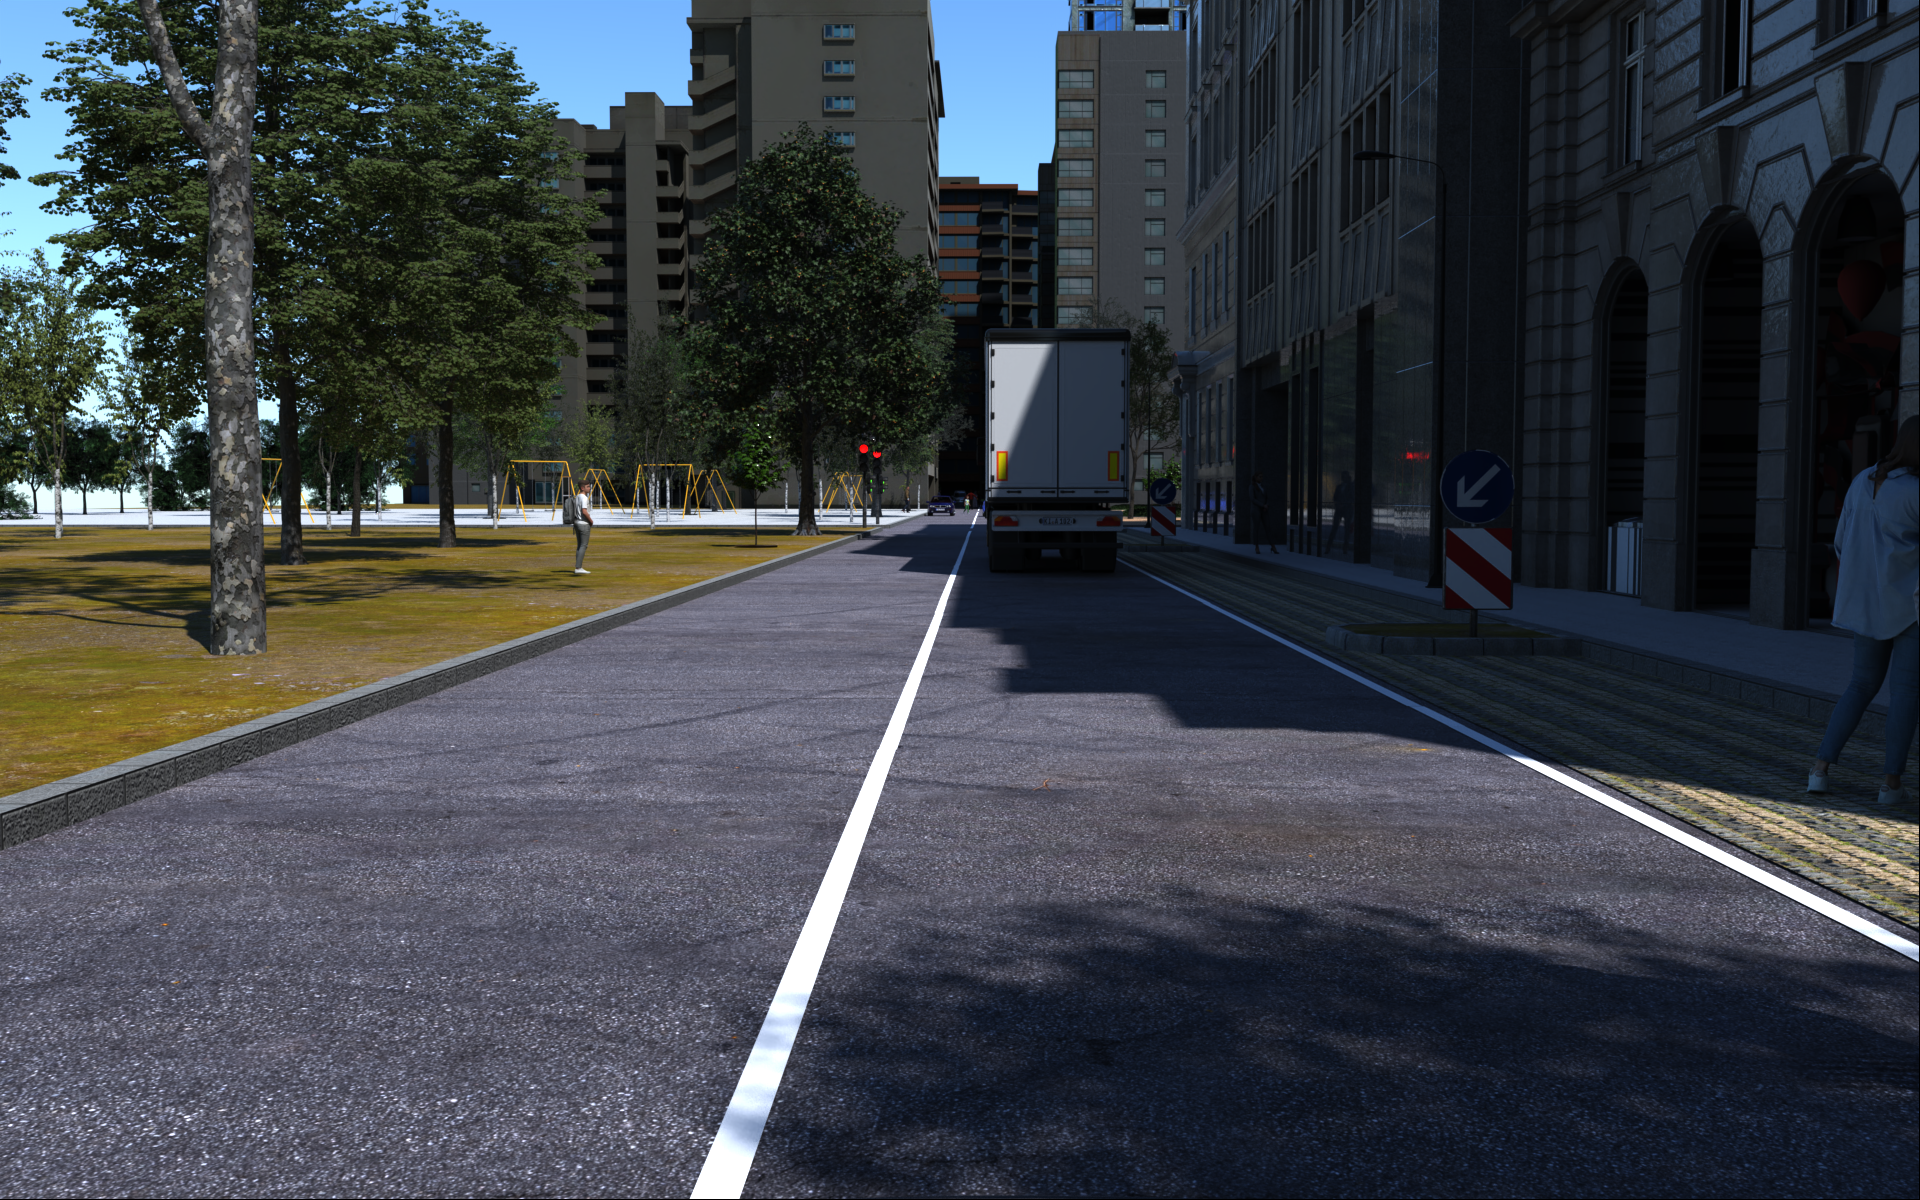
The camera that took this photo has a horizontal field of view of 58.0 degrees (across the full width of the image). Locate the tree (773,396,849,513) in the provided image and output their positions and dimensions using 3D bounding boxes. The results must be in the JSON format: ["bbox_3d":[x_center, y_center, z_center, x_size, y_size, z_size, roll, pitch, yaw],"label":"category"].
[{"bbox_3d":[-9.861,-9.508,105.823,4.737,8.622,4.395,0,3,0],"label":"tree"}]

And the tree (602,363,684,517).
[{"bbox_3d":[-17.012,-8.994,97.419,4.737,8.622,4.395,0,3,0],"label":"tree"}]

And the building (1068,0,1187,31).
[{"bbox_3d":[20.069,-52.949,178.385,22.319,86.520,31.000,0,4,1],"label":"building"}]

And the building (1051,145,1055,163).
[{"bbox_3d":[26.965,-40.122,245.239,27.495,52.752,28.713,0,4,1],"label":"building"}]

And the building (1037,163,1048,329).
[{"bbox_3d":[16.645,-32.588,216.402,14.154,41.232,14.086,0,4,1],"label":"building"}]

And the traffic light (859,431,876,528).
[{"bbox_3d":[-3.592,-4.680,65.433,0.839,4.253,0.868,0,4,1],"label":"traffic light"}]

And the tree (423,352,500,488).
[{"bbox_3d":[-23.173,-7.710,76.417,4.360,8.622,3.978,0,3,0],"label":"tree"}]

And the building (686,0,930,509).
[{"bbox_3d":[-13.263,-32.731,158.851,21.300,48.544,21.600,0,4,1],"label":"building"}]

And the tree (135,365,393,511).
[{"bbox_3d":[-53.209,-14.173,133.555,18.604,14.587,13.155,-1,4,-11],"label":"tree"}]

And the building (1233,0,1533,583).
[{"bbox_3d":[12.930,-13.217,34.117,12.078,24.808,19.932,0,4,1],"label":"building"}]

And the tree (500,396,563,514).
[{"bbox_3d":[-29.185,-9.961,113.222,4.360,8.622,3.978,0,3,0],"label":"tree"}]

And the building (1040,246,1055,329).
[{"bbox_3d":[16.337,-26.359,202.663,14.160,30.474,14.107,0,4,1],"label":"building"}]

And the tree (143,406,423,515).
[{"bbox_3d":[-41.590,-8.974,109.639,11.467,7.101,20.602,0,4,-5],"label":"tree"}]

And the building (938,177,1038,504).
[{"bbox_3d":[-1.274,-35.904,241.653,28.867,44.769,22.147,0,4,1],"label":"building"}]

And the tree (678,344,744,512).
[{"bbox_3d":[-18.018,-12.606,124.241,7.486,12.596,7.792,0,3,0],"label":"tree"}]

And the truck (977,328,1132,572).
[{"bbox_3d":[1.735,-2.816,34.955,2.839,4.237,11.283,0,4,1],"label":"truck"}]

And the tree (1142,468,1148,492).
[{"bbox_3d":[12.531,-7.166,111.770,1.663,3.219,1.824,0,3,0],"label":"tree"}]

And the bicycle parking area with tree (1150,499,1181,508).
[{"bbox_3d":[17.928,-8.200,121.076,8.231,4.147,9.016,-3,4,-36],"label":"bicycle parking area with tree"}]

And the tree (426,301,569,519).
[{"bbox_3d":[-24.192,-10.023,89.624,9.928,11.665,9.643,0,3,0],"label":"tree"}]

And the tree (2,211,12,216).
[{"bbox_3d":[-24.606,-5.688,43.364,4.737,8.622,4.395,0,3,0],"label":"tree"}]

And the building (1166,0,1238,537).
[{"bbox_3d":[14.370,-16.422,54.397,13.634,28.700,20.117,0,4,1],"label":"building"}]

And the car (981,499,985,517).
[{"bbox_3d":[2.304,-6.167,110.427,1.945,1.707,3.694,0,4,-1],"label":"car"}]

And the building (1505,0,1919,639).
[{"bbox_3d":[13.573,-10.414,12.062,13.314,21.916,24.055,0,4,1],"label":"building"}]

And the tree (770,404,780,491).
[{"bbox_3d":[-6.677,-8.283,85.784,4.360,8.622,3.978,0,3,0],"label":"tree"}]

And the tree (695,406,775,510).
[{"bbox_3d":[-19.147,-14.060,140.249,12.009,13.543,11.850,0,3,0],"label":"tree"}]

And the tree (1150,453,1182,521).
[{"bbox_3d":[10.143,-5.332,81.772,1.663,3.219,1.824,0,3,0],"label":"tree"}]

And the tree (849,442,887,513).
[{"bbox_3d":[-9.035,-11.508,138.525,4.737,8.622,4.395,0,3,0],"label":"tree"}]

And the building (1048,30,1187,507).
[{"bbox_3d":[15.544,-28.952,156.956,14.154,41.232,14.086,0,4,1],"label":"building"}]

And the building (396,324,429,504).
[{"bbox_3d":[-68.795,-36.089,240.160,14.200,45.320,14.600,0,4,1],"label":"building"}]

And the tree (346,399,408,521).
[{"bbox_3d":[-27.596,-8.057,82.096,4.737,8.622,4.395,0,3,0],"label":"tree"}]

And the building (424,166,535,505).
[{"bbox_3d":[-58.152,-32.680,217.912,14.086,41.232,14.154,0,4,1],"label":"building"}]

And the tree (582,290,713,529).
[{"bbox_3d":[-11.235,-6.903,63.234,4.360,8.622,3.978,0,3,0],"label":"tree"}]

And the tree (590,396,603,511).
[{"bbox_3d":[-27.765,-10.938,129.205,4.737,8.622,4.395,0,3,0],"label":"tree"}]

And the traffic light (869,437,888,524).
[{"bbox_3d":[-3.478,-5.168,73.418,0.839,4.253,0.868,0,4,1],"label":"traffic light"}]

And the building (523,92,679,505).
[{"bbox_3d":[-40.368,-36.072,213.478,21.600,48.544,21.300,0,4,1],"label":"building"}]

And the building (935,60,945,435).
[{"bbox_3d":[-15.862,-37.981,210.231,27.495,52.752,28.713,0,4,1],"label":"building"}]

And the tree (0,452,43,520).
[{"bbox_3d":[-55.611,-11.118,83.602,13.155,14.587,18.604,3,5,41],"label":"tree"}]

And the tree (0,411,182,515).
[{"bbox_3d":[-57.600,-8.937,109.020,11.467,7.101,20.602,-1,4,-13],"label":"tree"}]

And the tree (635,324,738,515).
[{"bbox_3d":[-16.477,-10.987,105.385,9.928,11.665,9.643,0,3,0],"label":"tree"}]

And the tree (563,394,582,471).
[{"bbox_3d":[-28.677,-10.438,121.025,4.360,8.622,3.978,0,3,0],"label":"tree"}]

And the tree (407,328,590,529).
[{"bbox_3d":[-16.758,-6.894,63.086,4.737,8.622,4.395,0,3,0],"label":"tree"}]

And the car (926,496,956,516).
[{"bbox_3d":[-1.231,-6.206,114.056,1.945,1.354,3.894,0,4,1],"label":"car"}]
